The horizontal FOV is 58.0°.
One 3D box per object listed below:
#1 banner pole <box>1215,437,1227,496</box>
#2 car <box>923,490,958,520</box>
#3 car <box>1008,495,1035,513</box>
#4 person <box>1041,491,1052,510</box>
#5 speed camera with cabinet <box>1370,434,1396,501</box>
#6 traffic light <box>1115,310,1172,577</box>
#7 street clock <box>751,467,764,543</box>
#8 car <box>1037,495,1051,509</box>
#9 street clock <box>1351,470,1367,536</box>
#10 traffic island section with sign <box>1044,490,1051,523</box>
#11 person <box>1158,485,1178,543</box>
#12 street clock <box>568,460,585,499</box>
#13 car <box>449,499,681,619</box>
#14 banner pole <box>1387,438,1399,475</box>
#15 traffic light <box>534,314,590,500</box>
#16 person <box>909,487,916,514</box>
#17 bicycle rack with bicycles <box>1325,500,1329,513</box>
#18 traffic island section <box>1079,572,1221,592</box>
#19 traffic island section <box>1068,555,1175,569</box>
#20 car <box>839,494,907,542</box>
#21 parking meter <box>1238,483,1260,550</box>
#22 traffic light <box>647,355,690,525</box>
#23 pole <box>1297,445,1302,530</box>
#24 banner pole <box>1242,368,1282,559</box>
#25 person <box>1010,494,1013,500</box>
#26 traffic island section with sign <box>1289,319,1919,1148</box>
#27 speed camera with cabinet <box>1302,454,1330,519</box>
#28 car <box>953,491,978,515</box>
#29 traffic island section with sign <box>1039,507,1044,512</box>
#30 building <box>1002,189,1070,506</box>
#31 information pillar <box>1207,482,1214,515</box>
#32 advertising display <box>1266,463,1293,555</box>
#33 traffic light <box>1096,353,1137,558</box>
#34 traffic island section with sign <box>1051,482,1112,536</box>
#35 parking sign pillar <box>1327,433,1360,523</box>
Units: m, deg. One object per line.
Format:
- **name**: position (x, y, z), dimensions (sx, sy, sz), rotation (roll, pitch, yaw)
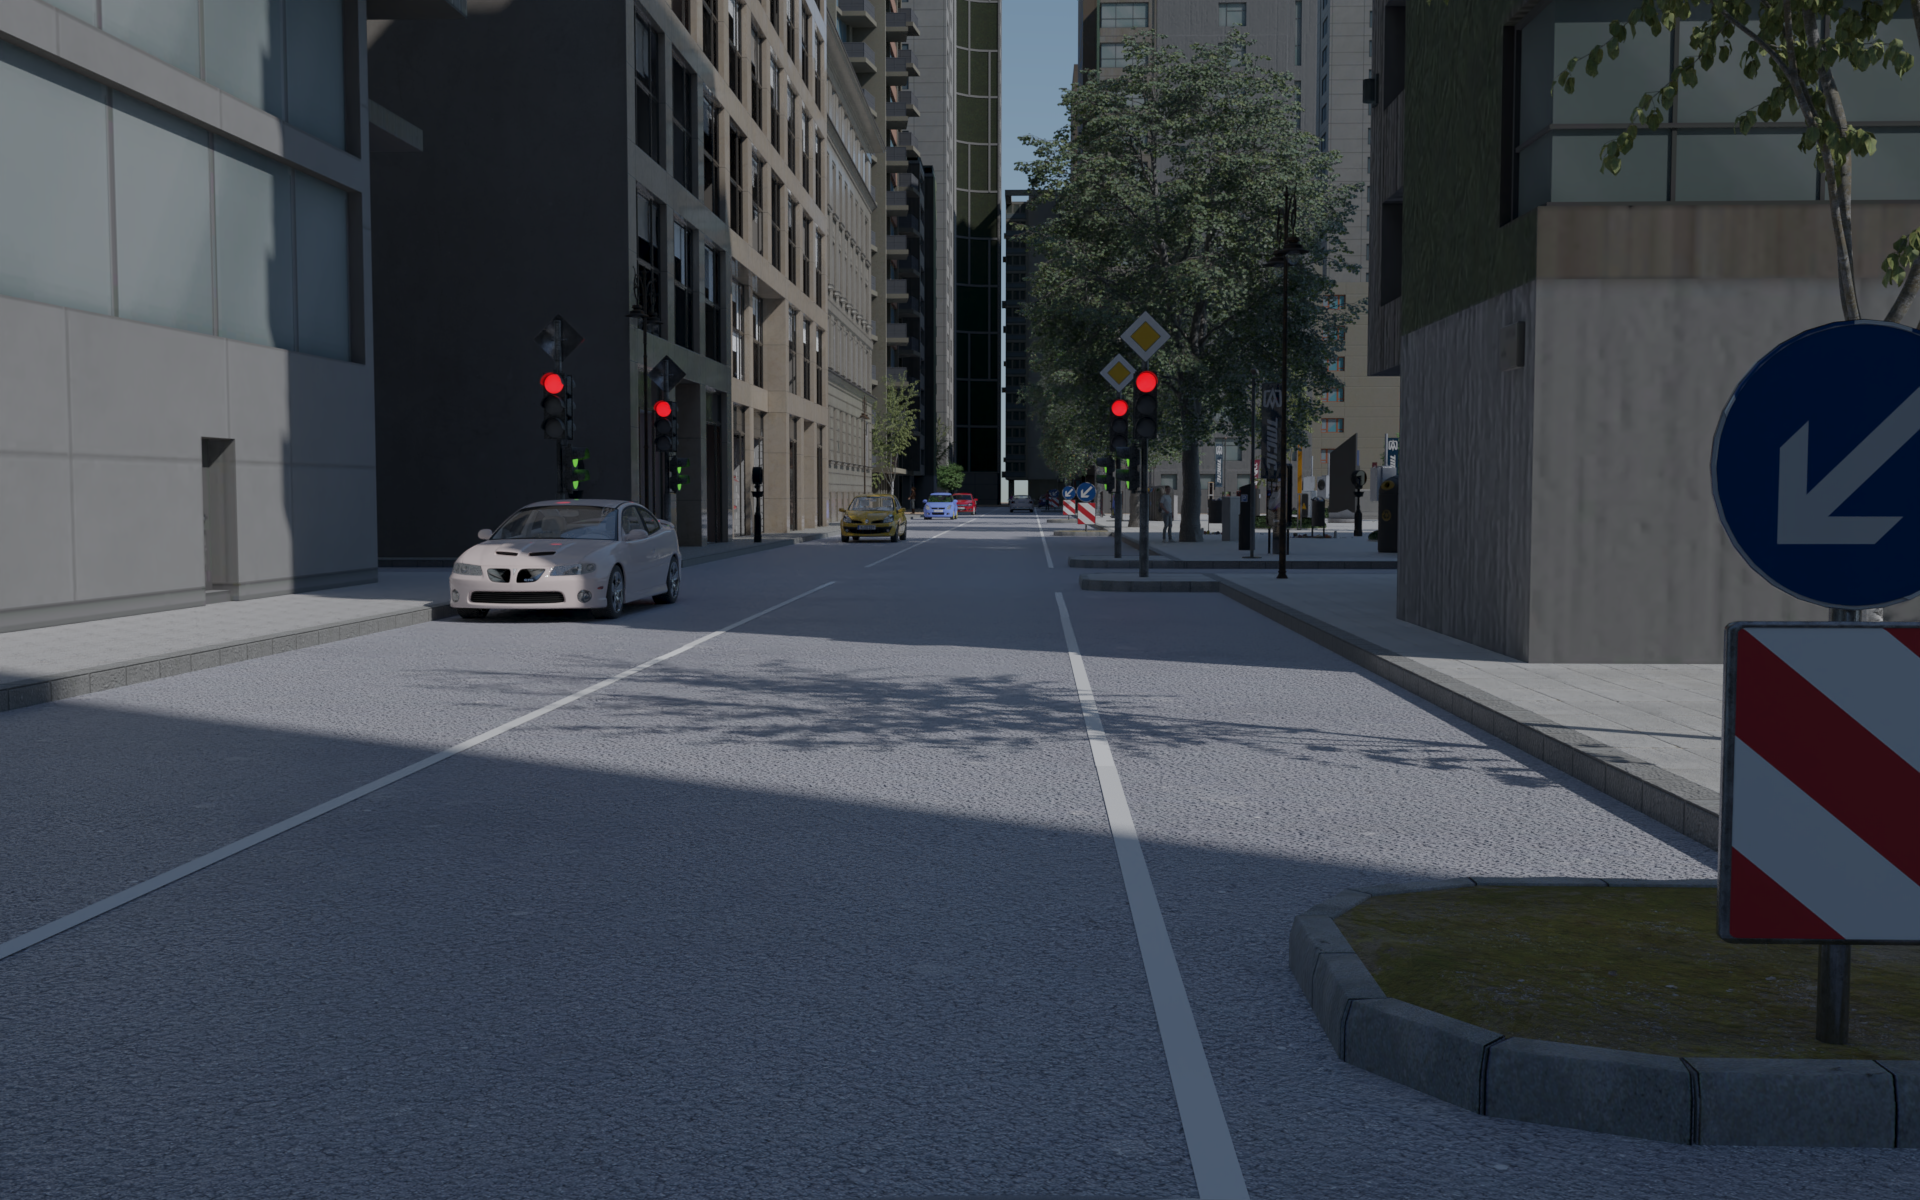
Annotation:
- **banner pole**: position (11.409, -5.233, 75.569), dimensions (0.863, 3.779, 0.401), rotation (-3, 5, -39)
- **car**: position (-1.081, -5.349, 97.044), dimensions (1.945, 1.707, 3.694), rotation (0, 4, 4)
- **car**: position (4.825, -7.547, 135.752), dimensions (2.083, 1.381, 4.827), rotation (0, 4, 1)
- **person**: position (7.681, -8.796, 153.035), dimensions (1.217, 1.743, 0.721), rotation (-2, 4, -28)
- **speed camera with cabinet**: position (14.562, -3.834, 57.027), dimensions (2.038, 3.252, 0.660), rotation (-1, 4, -12)
- **traffic light**: position (2.823, -2.308, 26.654), dimensions (0.839, 4.253, 0.868), rotation (0, 4, 2)
- **street clock**: position (-5.364, -2.527, 45.889), dimensions (0.358, 2.002, 0.471), rotation (0, 4, 1)
- **car**: position (8.653, -9.754, 172.052), dimensions (1.945, 1.354, 3.894), rotation (0, 4, 3)
- **street clock**: position (12.078, -2.931, 52.491), dimensions (0.471, 2.002, 0.358), rotation (-2, 4, -32)
- **traffic island section with sign**: position (5.335, -4.778, 86.755), dimensions (1.989, 1.847, 2.006), rotation (0, 4, 2)
- **person**: position (5.487, -2.270, 45.746), dimensions (0.523, 1.515, 0.503), rotation (1, 4, 9)
- **street clock**: position (-7.617, -1.818, 34.302), dimensions (0.358, 2.002, 0.471), rotation (-2, 4, -34)
- **car**: position (-4.745, -0.554, 21.413), dimensions (2.083, 1.381, 4.827), rotation (0, 4, 4)
- **banner pole**: position (17.050, -4.749, 67.669), dimensions (0.863, 3.779, 0.401), rotation (-1, 4, -12)
- **traffic light**: position (-6.231, -2.330, 27.008), dimensions (0.839, 4.253, 0.868), rotation (0, 4, 2)
- **person**: position (-3.123, -6.440, 112.156), dimensions (0.721, 1.723, 1.217), rotation (1, 4, 14)
- **bicycle rack with bicycles**: position (20.698, -5.211, 98.578), dimensions (2.852, 0.926, 2.925), rotation (2, 4, 25)
- **traffic island section**: position (2.863, -0.274, 26.767), dimensions (2.009, 0.180, 2.903), rotation (0, 4, 2)
- **traffic island section**: position (3.190, -0.762, 34.745), dimensions (2.009, 0.180, 2.903), rotation (0, 4, 2)
- **car**: position (-2.603, -2.590, 52.572), dimensions (2.015, 1.641, 3.980), rotation (0, 4, 4)
- **parking meter**: position (6.554, -1.905, 39.556), dimensions (0.372, 1.533, 0.369), rotation (0, 3, 0)
- **traffic light**: position (-5.904, -2.817, 34.987), dimensions (0.839, 4.253, 0.868), rotation (0, 4, 2)
- **pole**: position (12.021, -4.125, 61.287), dimensions (0.158, 3.312, 0.155), rotation (0, 3, 0)
- **banner pole**: position (6.047, -2.716, 34.423), dimensions (0.863, 3.779, 0.401), rotation (2, 4, 25)
- **person**: position (4.993, -9.444, 166.138), dimensions (0.991, 1.433, 0.599), rotation (0, 4, -6)
- **traffic island section with sign**: position (1.975, 0.238, 4.738), dimensions (1.989, 1.847, 2.006), rotation (0, 4, 2)
- **speed camera with cabinet**: position (17.621, -5.589, 85.713), dimensions (0.660, 3.252, 2.038), rotation (-2, 4, -30)
- **car**: position (0.154, -6.686, 118.353), dimensions (2.155, 1.783, 4.494), rotation (0, 4, 3)
- **traffic island section with sign**: position (7.396, -7.852, 137.008), dimensions (1.989, 1.847, 2.006), rotation (0, 4, 2)
- **building**: position (17.110, -31.597, 208.484), dimensions (23.993, 40.220, 32.217), rotation (0, 4, 2)
- **information pillar**: position (15.407, -6.244, 106.582), dimensions (0.304, 2.012, 0.304), rotation (0, 4, -6)
- **advertising display**: position (6.786, -1.935, 36.852), dimensions (0.123, 1.923, 0.974), rotation (-1, 4, -17)
- **traffic light**: position (3.151, -2.796, 34.633), dimensions (0.839, 4.253, 0.868), rotation (0, 4, 2)
- **traffic island section with sign**: position (4.221, -3.121, 59.660), dimensions (1.989, 1.847, 2.006), rotation (0, 4, 2)
- **parking sign pillar**: position (17.056, -5.403, 76.812), dimensions (1.447, 3.967, 1.447), rotation (3, 5, 41)
